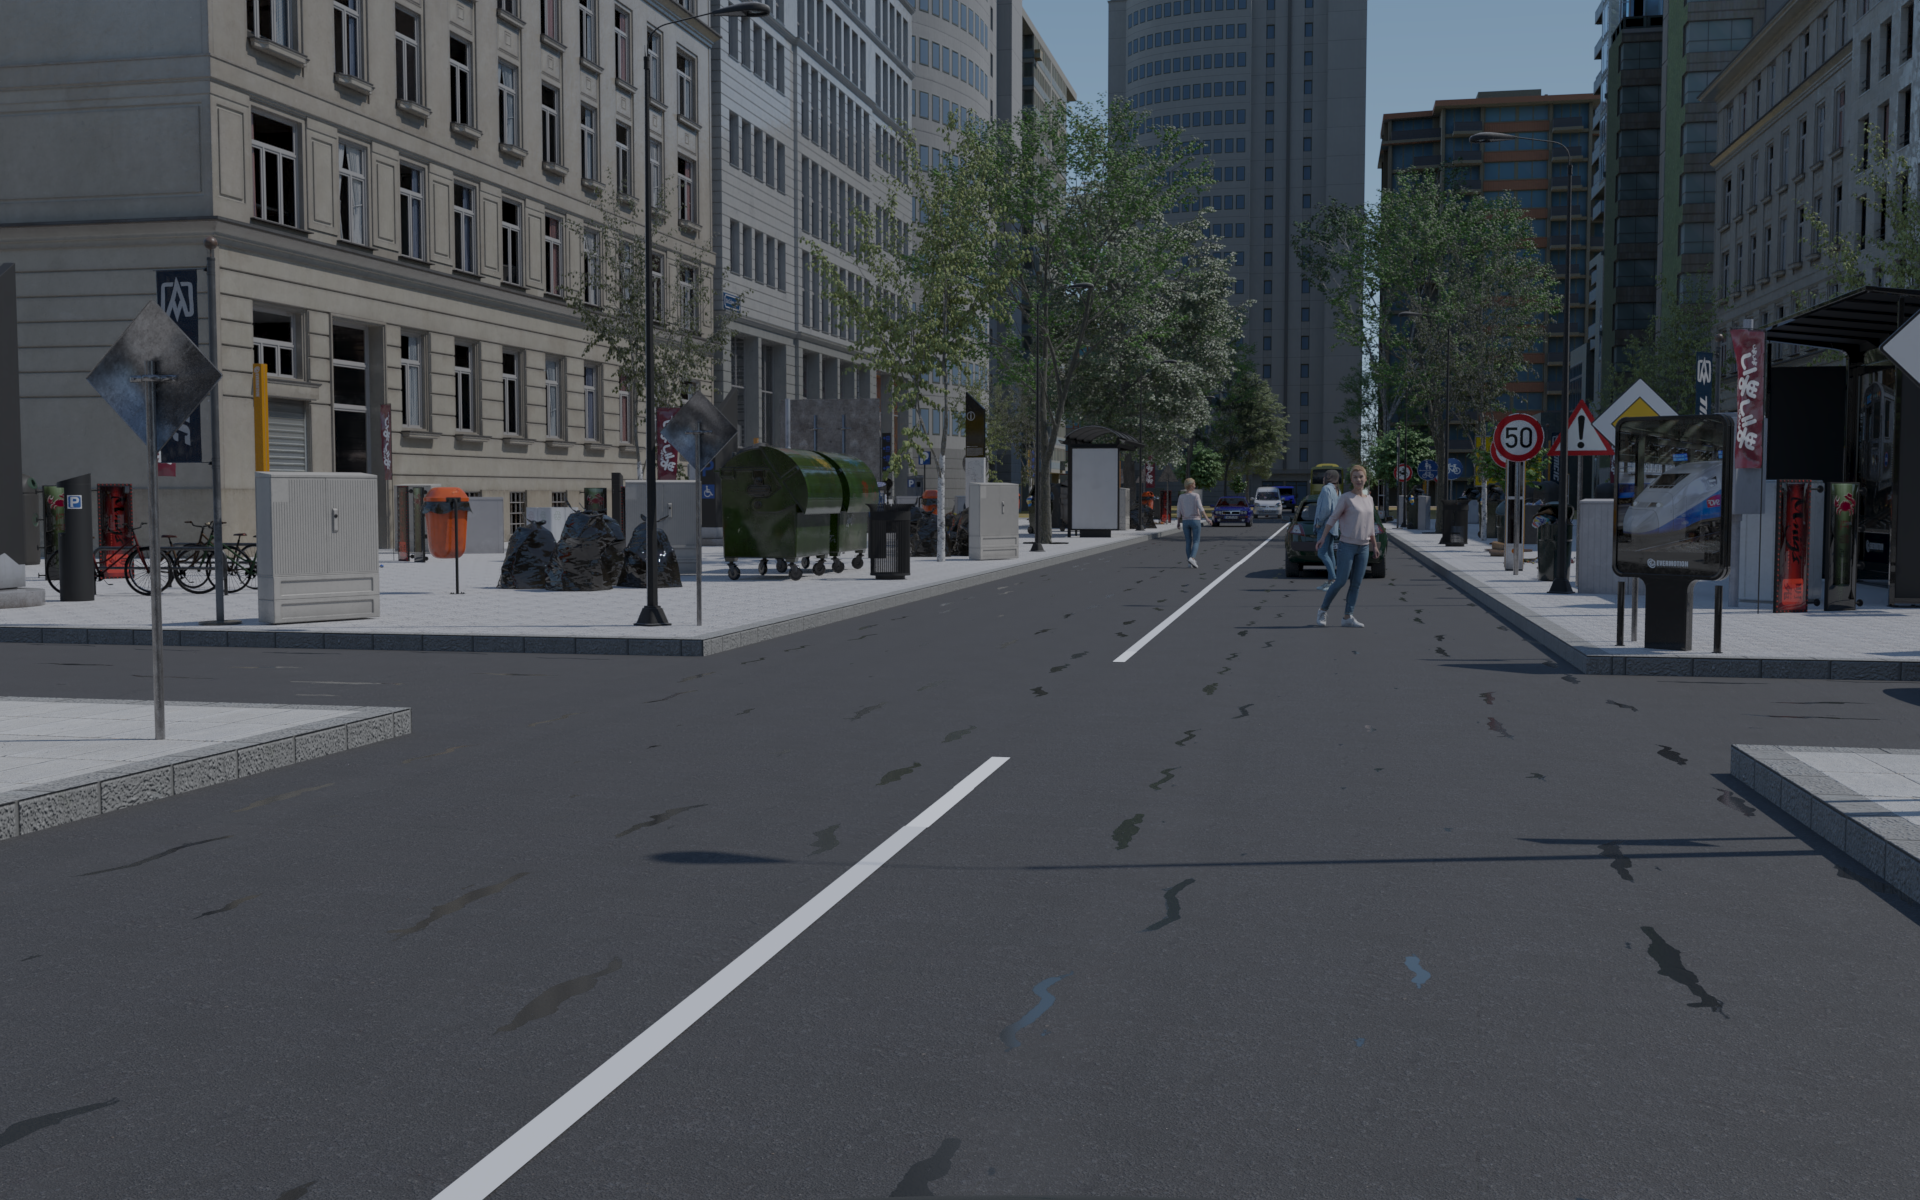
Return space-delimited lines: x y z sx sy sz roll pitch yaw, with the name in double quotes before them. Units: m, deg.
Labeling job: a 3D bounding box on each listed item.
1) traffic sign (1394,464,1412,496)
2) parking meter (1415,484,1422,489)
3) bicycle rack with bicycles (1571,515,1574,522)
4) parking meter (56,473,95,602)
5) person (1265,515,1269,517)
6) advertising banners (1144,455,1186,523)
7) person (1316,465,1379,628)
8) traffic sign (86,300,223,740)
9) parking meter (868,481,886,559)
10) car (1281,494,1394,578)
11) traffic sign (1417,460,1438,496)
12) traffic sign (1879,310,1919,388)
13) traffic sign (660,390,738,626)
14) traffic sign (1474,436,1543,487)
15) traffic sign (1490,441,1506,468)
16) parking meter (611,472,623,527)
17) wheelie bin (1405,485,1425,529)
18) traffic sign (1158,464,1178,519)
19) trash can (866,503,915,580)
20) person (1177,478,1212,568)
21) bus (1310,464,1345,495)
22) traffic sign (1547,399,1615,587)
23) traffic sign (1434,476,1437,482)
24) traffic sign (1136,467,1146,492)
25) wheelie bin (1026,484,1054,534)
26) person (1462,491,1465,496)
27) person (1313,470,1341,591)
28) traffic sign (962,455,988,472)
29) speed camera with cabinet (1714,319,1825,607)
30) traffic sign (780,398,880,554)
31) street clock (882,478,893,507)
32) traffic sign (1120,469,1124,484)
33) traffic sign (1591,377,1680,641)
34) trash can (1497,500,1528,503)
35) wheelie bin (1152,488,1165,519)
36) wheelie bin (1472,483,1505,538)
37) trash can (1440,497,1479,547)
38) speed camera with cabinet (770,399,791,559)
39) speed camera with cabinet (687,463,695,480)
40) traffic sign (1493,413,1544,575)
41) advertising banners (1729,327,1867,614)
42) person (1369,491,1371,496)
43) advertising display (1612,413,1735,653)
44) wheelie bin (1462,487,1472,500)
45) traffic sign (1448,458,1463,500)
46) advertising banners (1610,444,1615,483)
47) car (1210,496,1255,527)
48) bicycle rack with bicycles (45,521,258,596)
"traffic sign" 18.557 -4.433 72.591 0.768 2.556 0.104 1 4 16
"parking meter" 21.996 -4.742 83.235 0.255 1.863 0.399 -1 4 -11
"bicycle rack with bicycles" 25.076 -3.834 76.062 2.852 0.926 2.925 -1 4 -19
"parking meter" -10.601 -0.755 20.756 0.372 1.533 0.369 0 3 0
"person" 18.954 -5.859 107.534 0.697 1.427 0.421 0 4 7
"advertising banners" 9.127 -4.913 76.511 2.074 3.025 0.090 0 4 3
"person" 4.092 -0.581 18.672 0.731 1.740 0.598 -3 4 -38
"traffic sign" -4.181 -0.327 8.996 0.795 2.450 0.064 1 4 12
"parking meter" -1.655 -1.601 34.583 0.372 1.533 0.369 0 3 0
"car" 6.761 -1.302 31.071 2.009 1.686 4.222 1 4 13
"traffic sign" 17.270 -3.905 63.953 0.768 2.556 0.104 1 4 17
"traffic sign" 4.225 -0.218 7.213 0.795 2.450 0.064 1 4 12
"traffic sign" -2.537 -0.805 16.811 0.795 2.450 0.064 1 4 12
"traffic sign" 19.011 -4.049 60.071 2.265 3.308 0.079 1 4 18
"traffic sign" 11.003 -2.115 34.684 0.768 2.556 0.104 1 4 17
"parking meter" -9.306 -2.530 47.079 0.255 1.863 0.399 0 4 1
"wheelie bin" 16.601 -3.382 63.208 0.693 1.594 0.980 1 4 12
"traffic sign" 8.965 -4.573 74.774 0.884 2.594 0.081 1 4 17
"trash can" -1.051 -0.881 26.058 0.748 1.137 0.748 0 3 0
"person" 4.527 -1.492 33.568 0.731 1.740 0.598 1 4 18
"bus" 29.710 -9.093 140.219 2.896 3.916 12.252 1 4 12
"traffic sign" 8.550 -1.462 23.900 0.884 2.594 0.081 1 4 15
"traffic sign" 23.766 -5.227 85.563 0.768 2.556 0.104 1 4 16
"traffic sign" 8.721 -5.012 81.949 0.884 2.594 0.081 1 4 21
"wheelie bin" 2.628 -2.936 55.913 0.980 1.594 0.693 -3 4 -39
"person" 48.523 -9.613 166.616 0.436 1.711 0.756 1 4 18
"person" 5.491 -1.039 25.749 0.793 1.790 0.793 0 4 -5
"traffic sign" 0.421 -3.070 50.296 0.768 2.556 0.104 1 4 18
"speed camera with cabinet" 9.351 -1.585 20.258 2.038 3.252 0.660 -3 4 -37
"traffic sign" -2.802 -2.642 37.069 2.265 3.308 0.079 1 4 16
"street clock" -3.243 -4.478 77.778 0.471 2.002 0.358 1 4 11
"traffic sign" 7.985 -5.304 86.833 0.768 2.556 0.104 1 4 16
"traffic sign" 5.870 -0.696 15.028 0.795 2.450 0.064 1 4 12
"trash can" 13.858 -1.947 43.481 0.748 1.137 0.748 0 3 0
"wheelie bin" 10.147 -4.925 88.436 0.980 1.594 0.693 3 5 44
"wheelie bin" 15.450 -2.596 50.347 0.693 1.594 0.980 2 4 31
"trash can" 12.101 -1.876 42.326 0.748 1.137 0.748 0 3 0
"speed camera with cabinet" -3.439 -2.503 35.261 0.660 3.252 2.038 0 4 5
"speed camera with cabinet" -7.705 -3.474 51.136 0.660 3.252 2.038 -1 4 -10
"traffic sign" 8.803 -1.666 27.353 0.768 2.556 0.104 1 4 13
"advertising banners" 9.007 -1.374 18.649 2.074 3.025 0.090 -2 4 -24
"person" 39.210 -9.573 165.950 0.436 1.711 0.756 3 5 43
"advertising display" 5.846 -0.552 14.245 0.123 1.923 0.974 -3 4 -39
"wheelie bin" 24.452 -4.574 82.692 0.980 1.594 0.693 -2 4 -31
"traffic sign" 17.392 -3.744 61.312 0.768 2.556 0.104 1 4 13
"advertising banners" 17.032 -2.857 42.896 2.074 3.025 0.090 0 4 5
"car" 12.064 -3.921 76.694 1.945 1.354 3.894 1 4 11
"bicycle rack with bicycles" -9.923 -0.569 22.678 2.925 0.926 2.852 0 4 7
